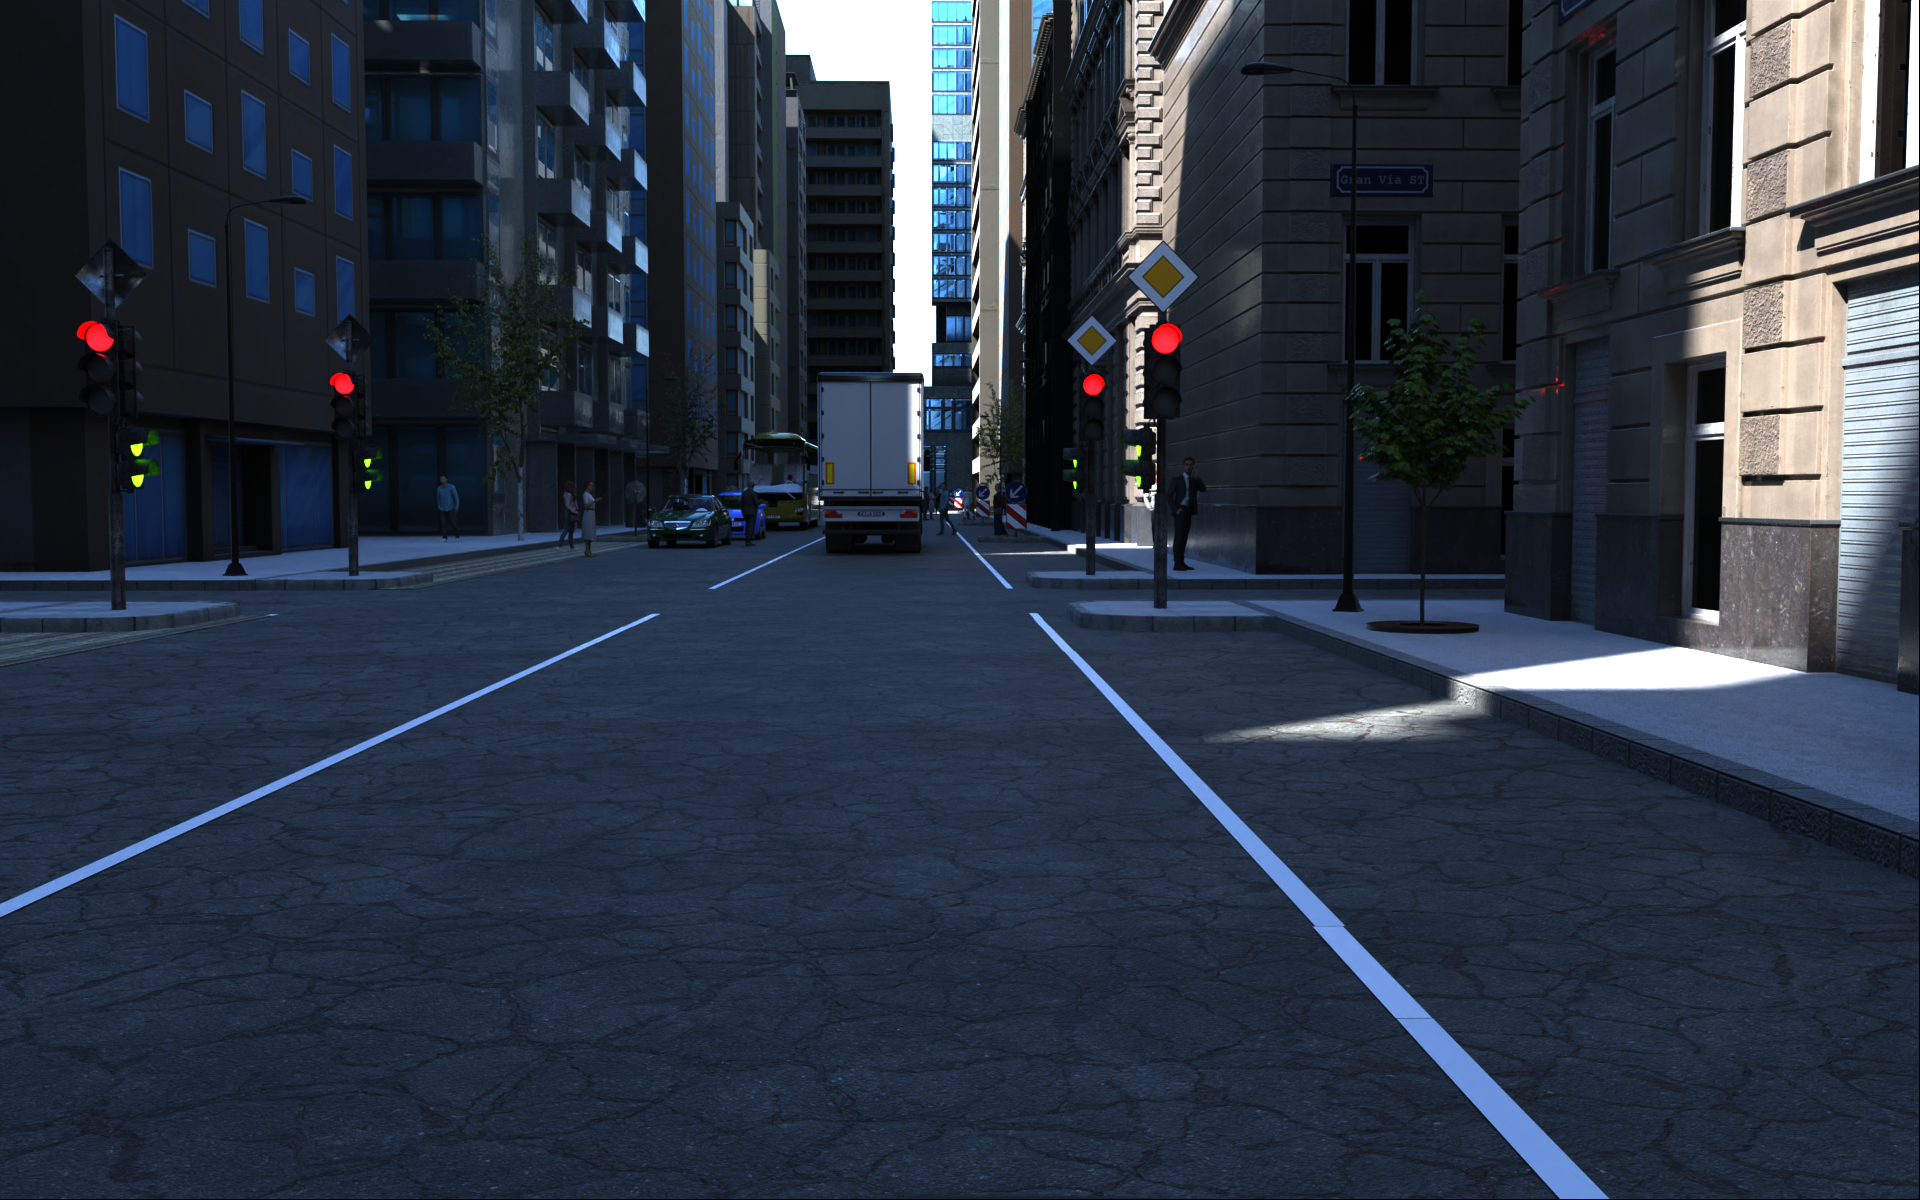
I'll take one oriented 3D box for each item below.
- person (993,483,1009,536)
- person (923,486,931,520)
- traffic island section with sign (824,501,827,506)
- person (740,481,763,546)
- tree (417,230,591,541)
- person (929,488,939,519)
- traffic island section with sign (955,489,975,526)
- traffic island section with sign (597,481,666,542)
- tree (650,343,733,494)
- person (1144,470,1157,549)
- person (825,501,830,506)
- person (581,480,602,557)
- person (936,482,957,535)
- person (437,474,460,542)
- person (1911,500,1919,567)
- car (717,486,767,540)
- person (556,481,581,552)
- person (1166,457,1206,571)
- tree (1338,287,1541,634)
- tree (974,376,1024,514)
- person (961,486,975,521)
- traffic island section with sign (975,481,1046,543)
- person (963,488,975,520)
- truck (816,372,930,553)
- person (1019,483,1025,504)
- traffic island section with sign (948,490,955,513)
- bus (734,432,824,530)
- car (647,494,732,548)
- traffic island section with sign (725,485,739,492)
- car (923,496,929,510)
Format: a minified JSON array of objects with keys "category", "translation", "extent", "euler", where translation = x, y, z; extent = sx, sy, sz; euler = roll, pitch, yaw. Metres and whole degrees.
[{"category":"person","translation":[1.248,-2.785,54.453],"extent":[0.534,1.772,0.576],"euler":[-1,4,-21]},{"category":"person","translation":[-1.813,-5.289,94.785],"extent":[0.447,1.846,0.655],"euler":[1,4,10]},{"category":"traffic island section with sign","translation":[-12.203,-9.109,157.552],"extent":[1.989,1.847,2.006],"euler":[0,4,-1]},{"category":"person","translation":[-5.796,-2.425,48.320],"extent":[0.661,1.801,0.590],"euler":[2,4,33]},{"category":"tree","translation":[-12.369,-5.945,47.570],"extent":[4.737,8.622,4.395],"euler":[0,3,0]},{"category":"person","translation":[-1.529,-5.482,98.698],"extent":[0.524,1.755,0.480],"euler":[-1,4,-23]},{"category":"traffic island section with sign","translation":[0.910,-4.322,79.300],"extent":[1.989,1.847,2.006],"euler":[0,4,-1]},{"category":"traffic island section with sign","translation":[-9.783,-2.661,52.138],"extent":[1.989,1.847,2.006],"euler":[0,4,-1]},{"category":"tree","translation":[-13.388,-8.237,85.034],"extent":[4.360,8.622,3.978],"euler":[0,3,0]},{"category":"person","translation":[4.656,-2.133,40.760],"extent":[0.661,1.843,0.795],"euler":[0,4,6]},{"category":"person","translation":[-8.762,-6.306,114.829],"extent":[0.421,1.427,0.697],"euler":[3,4,37]},{"category":"person","translation":[-8.383,-1.862,39.516],"extent":[0.524,1.755,0.480],"euler":[0,4,1]},{"category":"person","translation":[-0.475,-3.169,60.174],"extent":[0.748,1.841,0.638],"euler":[0,4,5]},{"category":"person","translation":[-13.592,-2.448,46.094],"extent":[0.660,1.820,0.620],"euler":[1,4,11]},{"category":"person","translation":[4.526,-0.082,7.368],"extent":[0.794,1.824,0.713],"euler":[0,4,-5]},{"category":"car","translation":[-7.083,-2.774,54.942],"extent":[1.945,1.707,3.694],"euler":[0,4,-3]},{"category":"person","translation":[-9.688,-2.059,42.759],"extent":[0.643,1.750,0.593],"euler":[-1,4,-20]},{"category":"person","translation":[3.823,-1.456,29.215],"extent":[0.648,1.900,0.474],"euler":[-3,5,-42]},{"category":"tree","translation":[4.330,-1.335,16.425],"extent":[1.663,3.219,1.824],"euler":[0,3,0]},{"category":"tree","translation":[2.717,-9.681,108.654],"extent":[4.737,8.622,4.395],"euler":[0,3,0]},{"category":"person","translation":[0.437,-5.129,92.240],"extent":[0.818,1.842,0.514],"euler":[3,4,37]},{"category":"traffic island section with sign","translation":[1.540,-2.657,52.077],"extent":[1.989,1.847,2.006],"euler":[0,4,-1]},{"category":"person","translation":[0.493,-5.326,96.069],"extent":[0.515,1.767,0.782],"euler":[-1,4,-18]},{"category":"truck","translation":[-2.184,-3.461,45.499],"extent":[2.839,4.237,11.283],"euler":[0,4,-1]},{"category":"person","translation":[3.032,-4.493,79.842],"extent":[0.601,1.785,0.444],"euler":[3,5,44]},{"category":"traffic island section with sign","translation":[-0.850,-9.023,156.161],"extent":[1.989,1.847,2.006],"euler":[0,4,-1]},{"category":"bus","translation":[-7.295,-4.936,72.246],"extent":[2.896,3.916,12.252],"euler":[0,4,-1]},{"category":"car","translation":[-7.410,-2.197,47.713],"extent":[2.131,1.459,4.920],"euler":[0,4,0]},{"category":"traffic island section with sign","translation":[-10.401,-4.309,79.086],"extent":[1.989,1.847,2.006],"euler":[0,4,-1]},{"category":"car","translation":[-3.599,-9.245,160.194],"extent":[2.155,1.783,4.494],"euler":[0,4,-1]}]
